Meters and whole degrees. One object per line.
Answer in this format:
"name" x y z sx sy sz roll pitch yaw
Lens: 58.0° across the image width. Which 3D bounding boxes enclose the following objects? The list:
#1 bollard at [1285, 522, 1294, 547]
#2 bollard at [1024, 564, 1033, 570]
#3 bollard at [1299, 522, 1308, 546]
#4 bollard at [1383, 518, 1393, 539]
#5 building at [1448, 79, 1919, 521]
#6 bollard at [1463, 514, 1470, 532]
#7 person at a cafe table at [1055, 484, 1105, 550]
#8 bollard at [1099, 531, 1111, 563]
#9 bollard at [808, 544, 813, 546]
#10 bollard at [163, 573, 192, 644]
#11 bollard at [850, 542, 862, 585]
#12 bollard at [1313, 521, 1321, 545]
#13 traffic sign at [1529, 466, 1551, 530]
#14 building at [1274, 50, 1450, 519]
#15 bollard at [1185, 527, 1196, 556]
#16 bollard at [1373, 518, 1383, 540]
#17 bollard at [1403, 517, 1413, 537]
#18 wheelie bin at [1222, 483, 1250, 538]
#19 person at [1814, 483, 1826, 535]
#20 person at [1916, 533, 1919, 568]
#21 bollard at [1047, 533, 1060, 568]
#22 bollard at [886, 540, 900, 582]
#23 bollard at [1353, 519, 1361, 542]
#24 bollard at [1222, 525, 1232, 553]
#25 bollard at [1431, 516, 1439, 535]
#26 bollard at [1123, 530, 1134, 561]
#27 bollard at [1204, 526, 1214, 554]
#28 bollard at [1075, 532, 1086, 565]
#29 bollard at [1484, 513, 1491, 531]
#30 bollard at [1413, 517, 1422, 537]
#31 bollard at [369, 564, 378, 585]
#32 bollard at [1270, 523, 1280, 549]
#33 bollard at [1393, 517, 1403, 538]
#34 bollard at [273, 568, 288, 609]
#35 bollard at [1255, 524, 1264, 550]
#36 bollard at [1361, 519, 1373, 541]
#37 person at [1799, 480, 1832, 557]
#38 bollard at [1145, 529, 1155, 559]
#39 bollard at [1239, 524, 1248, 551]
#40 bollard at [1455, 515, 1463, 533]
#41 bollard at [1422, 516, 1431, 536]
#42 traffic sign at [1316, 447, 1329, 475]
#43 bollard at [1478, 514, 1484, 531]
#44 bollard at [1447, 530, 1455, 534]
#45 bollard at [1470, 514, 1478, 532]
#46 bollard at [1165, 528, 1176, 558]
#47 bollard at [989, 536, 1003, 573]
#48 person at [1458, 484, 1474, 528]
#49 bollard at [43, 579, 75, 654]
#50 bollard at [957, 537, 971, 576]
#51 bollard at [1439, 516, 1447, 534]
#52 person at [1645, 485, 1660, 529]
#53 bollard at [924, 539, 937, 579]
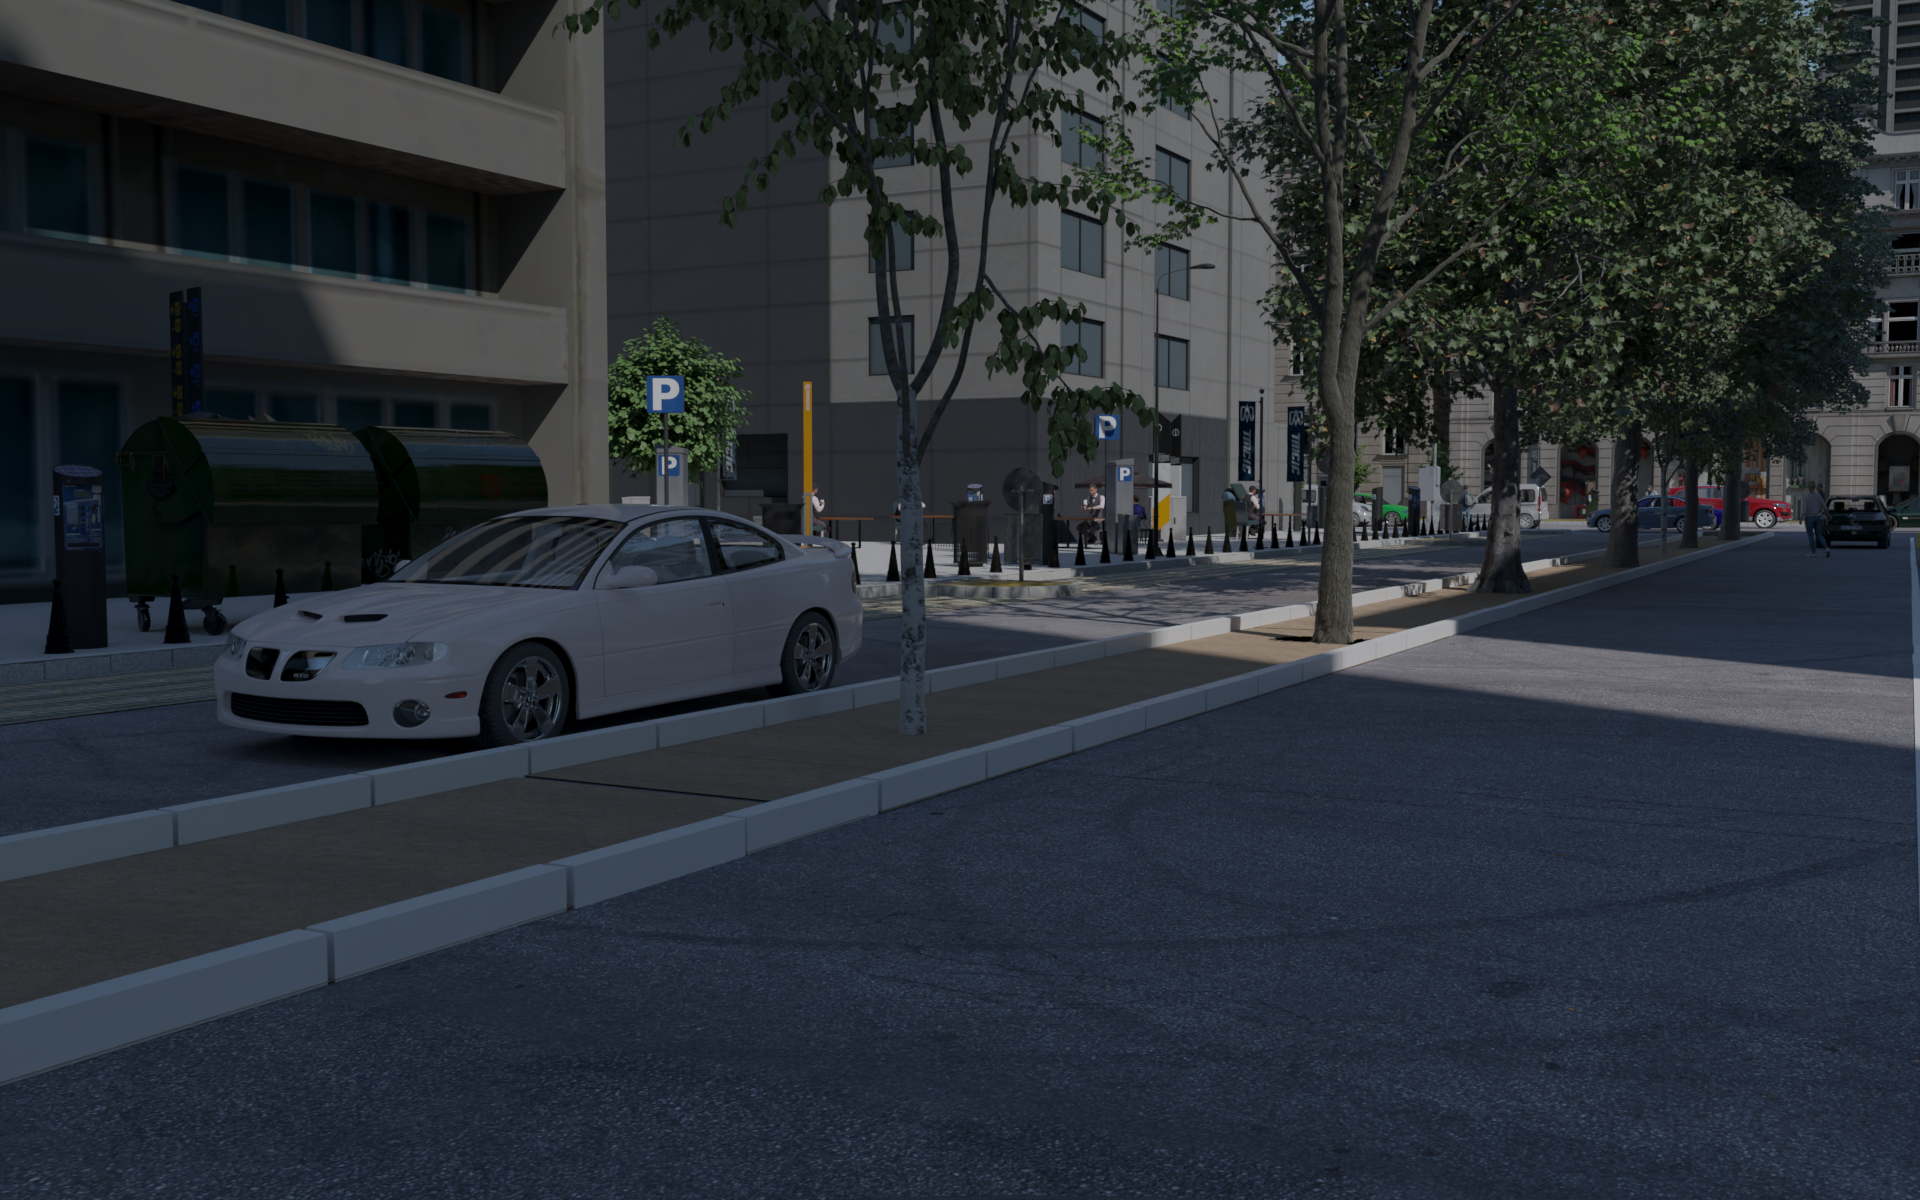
"bollard" 7.941 -1.571 41.722 0.229 0.601 0.229 0 3 0
"bollard" 1.114 -0.809 29.268 0.229 0.601 0.229 0 3 0
"bollard" 8.463 -1.629 42.677 0.229 0.601 0.229 0 3 0
"bollard" 12.137 -2.039 49.377 0.229 0.601 0.229 0 3 0
"building" 38.282 -15.117 88.957 24.055 21.916 13.314 2 4 29
"bollard" 16.857 -2.566 57.993 0.229 0.601 0.229 0 3 0
"person at a cafe table" 2.940 -1.978 40.849 1.698 1.524 1.622 3 5 39
"bollard" 2.697 -0.985 32.146 0.229 0.601 0.229 0 3 0
"bollard" -2.030 -0.458 23.529 0.229 0.601 0.229 0 3 0
"bollard" -6.750 0.069 14.918 0.229 0.601 0.229 0 3 0
"bollard" -1.505 -0.516 24.485 0.229 0.601 0.229 0 3 0
"bollard" 8.989 -1.687 43.630 0.229 0.601 0.229 0 3 0
"traffic sign" 20.727 -3.566 61.939 0.795 2.450 0.064 2 4 29
"building" 16.528 -18.529 100.219 25.104 27.353 12.463 2 4 29
"bollard" 4.794 -1.219 35.970 0.229 0.601 0.229 0 3 0
"bollard" 11.615 -1.980 48.422 0.229 0.601 0.229 0 3 0
"bollard" 13.188 -2.156 51.296 0.229 0.601 0.229 0 3 0
"wheelie bin" 8.145 -2.647 51.186 0.693 1.594 0.980 3 5 40
"person" 30.154 -3.191 60.805 0.434 1.807 0.598 2 4 30
"person" 18.685 -1.440 32.261 1.509 1.804 0.699 2 4 30
"bollard" 1.639 -0.867 30.221 0.229 0.601 0.229 0 3 0
"bollard" -0.981 -0.575 25.440 0.229 0.601 0.229 0 3 0
"bollard" 10.558 -1.863 46.501 0.229 0.601 0.229 0 3 0
"bollard" 5.839 -1.336 37.882 0.229 0.601 0.229 0 3 0
"bollard" 14.756 -2.332 54.168 0.229 0.601 0.229 0 3 0
"bollard" 3.218 -1.044 33.103 0.229 0.601 0.229 0 3 0
"bollard" 5.311 -1.277 36.927 0.229 0.601 0.229 0 3 0
"bollard" 2.169 -0.927 31.195 0.229 0.601 0.229 0 3 0
"bollard" 18.429 -2.742 60.866 0.229 0.601 0.229 0 3 0
"bollard" 13.712 -2.215 52.249 0.229 0.601 0.229 0 3 0
"bollard" -5.698 -0.048 16.833 0.229 0.601 0.229 0 3 0
"bollard" 7.416 -1.512 40.770 0.229 0.601 0.229 0 3 0
"bollard" 12.659 -2.097 50.331 0.229 0.601 0.229 0 3 0
"bollard" -6.225 0.010 15.871 0.229 0.601 0.229 0 3 0
"bollard" 6.890 -1.454 39.812 0.229 0.601 0.229 0 3 0
"bollard" 11.087 -1.921 47.456 0.229 0.601 0.229 0 3 0
"person" 19.485 -1.839 39.247 0.731 1.740 0.598 -1 4 -23
"bollard" 3.740 -1.102 34.058 0.229 0.601 0.229 0 3 0
"bollard" 6.363 -1.395 38.843 0.229 0.601 0.229 0 3 0
"bollard" 16.333 -2.507 57.032 0.229 0.601 0.229 0 3 0
"bollard" 14.241 -2.273 53.210 0.229 0.601 0.229 0 3 0
"traffic sign" 9.646 -2.764 45.291 0.768 2.556 0.104 2 4 30
"bollard" 17.909 -2.683 59.910 0.229 0.601 0.229 0 3 0
"bollard" 15.806 -2.449 56.075 0.229 0.601 0.229 0 3 0
"bollard" 17.382 -2.624 58.946 0.229 0.601 0.229 0 3 0
"bollard" 4.263 -1.160 35.012 0.229 0.601 0.229 0 3 0
"bollard" 0.588 -0.750 28.303 0.229 0.601 0.229 0 3 0
"person" 20.697 -3.832 71.134 0.794 1.824 0.713 3 4 38
"bollard" -7.271 0.127 13.963 0.229 0.601 0.229 0 3 0
"bollard" 0.066 -0.692 27.349 0.229 0.601 0.229 0 3 0
"bollard" 15.284 -2.390 55.120 0.229 0.601 0.229 0 3 0
"person" 28.878 -3.879 72.183 0.793 1.790 0.793 2 4 27
"bollard" -0.461 -0.633 26.396 0.229 0.601 0.229 0 3 0
